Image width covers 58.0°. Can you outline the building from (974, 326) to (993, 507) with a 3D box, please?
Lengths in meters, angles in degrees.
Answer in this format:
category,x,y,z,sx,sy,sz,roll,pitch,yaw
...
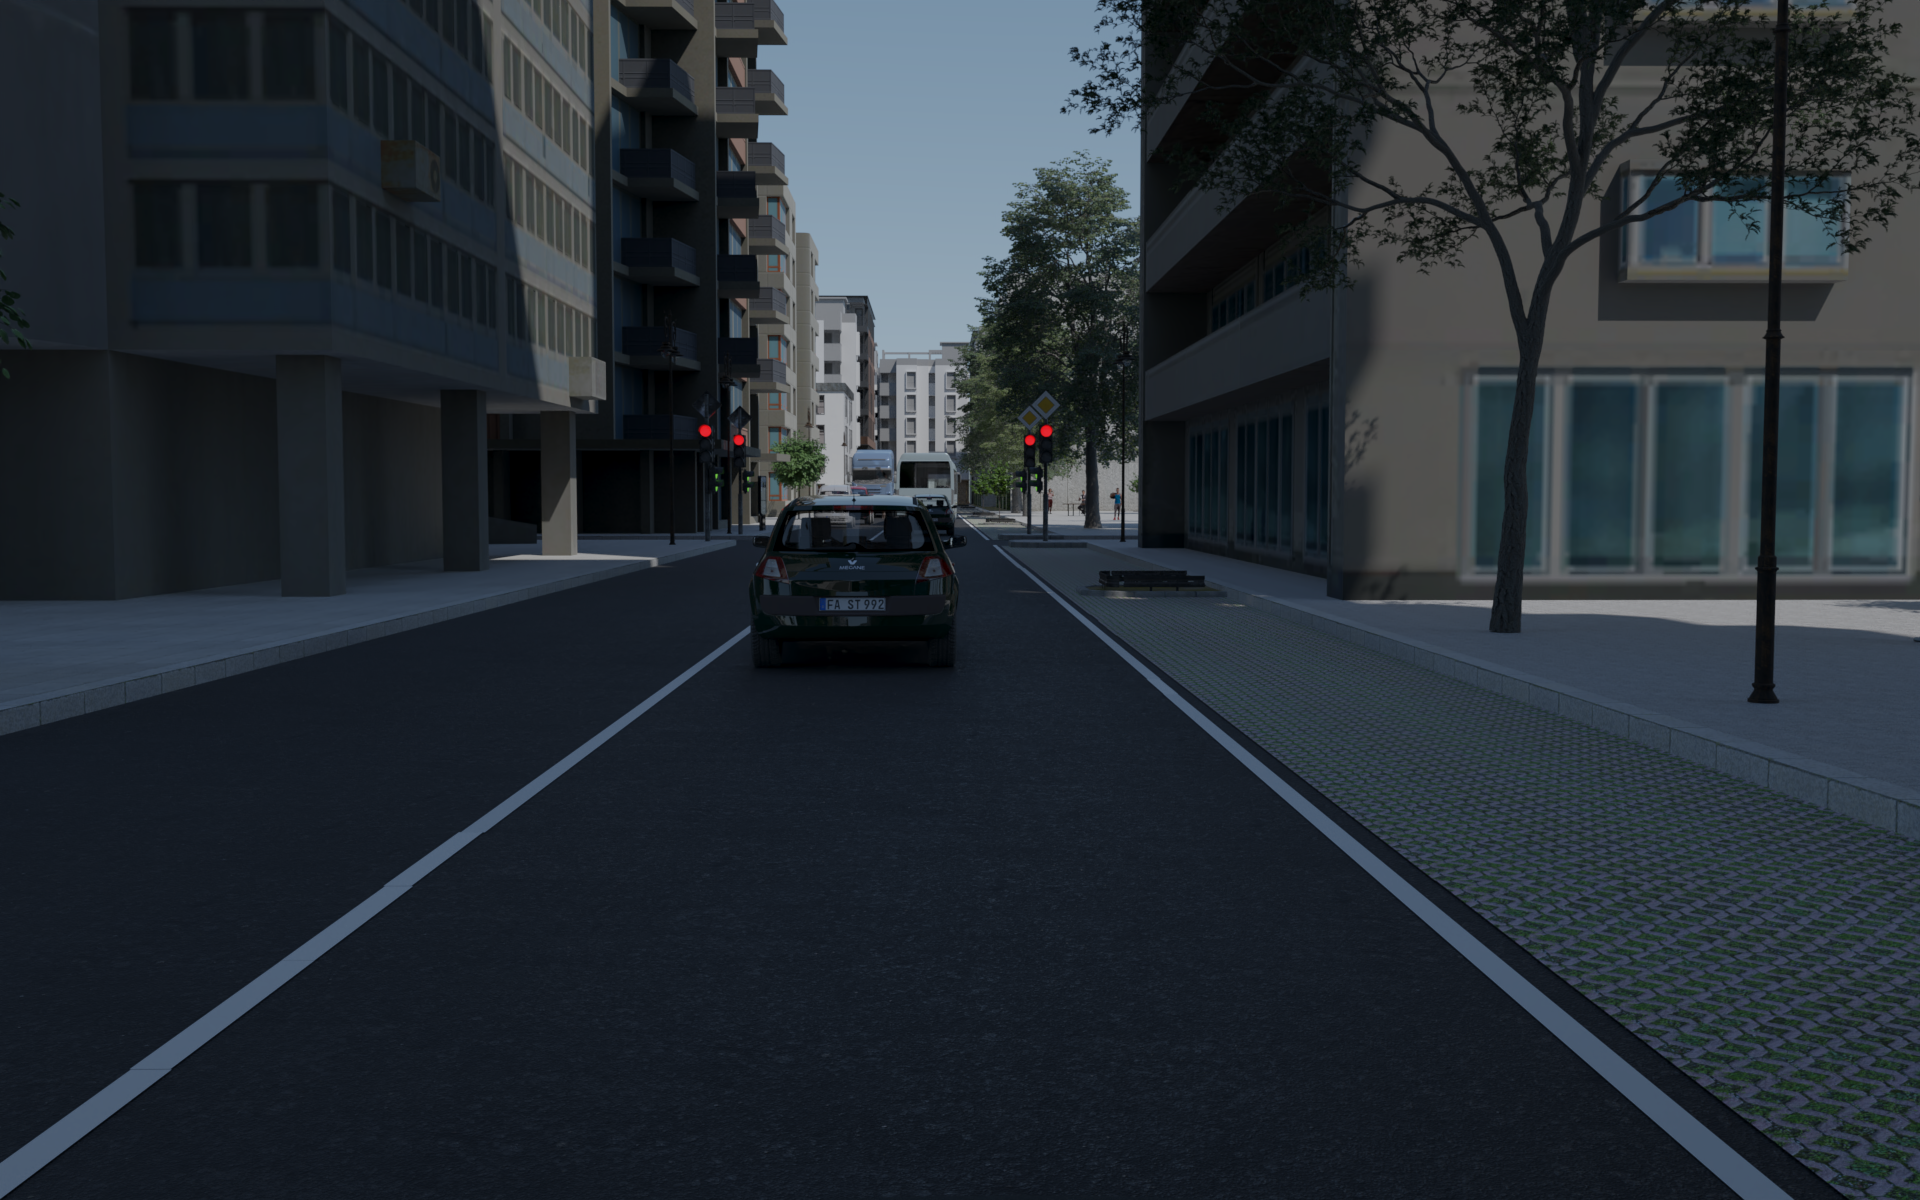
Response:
category,x,y,z,sx,sy,sz,roll,pitch,yaw
building,10.269,-19.822,190.539,16.747,18.905,31.486,0,4,-1

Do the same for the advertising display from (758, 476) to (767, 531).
category,x,y,z,sx,sy,sz,roll,pitch,yaw
advertising display,-6.919,-3.388,60.612,0.123,1.923,0.974,0,4,5

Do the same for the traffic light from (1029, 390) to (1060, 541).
category,x,y,z,sx,sy,sz,roll,pitch,yaw
traffic light,2.309,-3.556,47.062,0.839,4.253,0.868,0,4,-1

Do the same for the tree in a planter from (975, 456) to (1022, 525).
category,x,y,z,sx,sy,sz,roll,pitch,yaw
tree in a planter,1.841,-5.081,80.297,1.991,3.239,1.994,0,4,-1

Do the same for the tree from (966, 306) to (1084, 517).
category,x,y,z,sx,sy,sz,roll,pitch,yaw
tree,3.956,-10.984,97.719,7.486,12.596,7.792,0,3,0

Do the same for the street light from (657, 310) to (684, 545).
category,x,y,z,sx,sy,sz,roll,pitch,yaw
street light,-7.267,-4.330,43.585,0.468,5.910,1.993,0,4,-1

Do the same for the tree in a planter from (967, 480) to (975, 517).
category,x,y,z,sx,sy,sz,roll,pitch,yaw
tree in a planter,1.437,-6.733,107.311,1.991,3.239,1.994,0,4,-1

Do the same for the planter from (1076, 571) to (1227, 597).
category,x,y,z,sx,sy,sz,roll,pitch,yaw
planter,2.689,-0.227,24.849,1.991,0.319,1.994,0,4,-1

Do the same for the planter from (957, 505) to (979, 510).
category,x,y,z,sx,sy,sz,roll,pitch,yaw
planter,0.687,-8.317,157.117,1.991,0.319,1.994,0,4,-1

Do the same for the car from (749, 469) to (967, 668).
category,x,y,z,sx,sy,sz,roll,pitch,yaw
car,-0.921,-0.363,15.720,2.009,1.686,4.222,0,4,-2

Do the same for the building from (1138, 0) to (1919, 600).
category,x,y,z,sx,sy,sz,roll,pitch,yaw
building,15.105,-24.853,30.042,21.300,48.544,21.600,0,4,-1

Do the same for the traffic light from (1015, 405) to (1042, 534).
category,x,y,z,sx,sy,sz,roll,pitch,yaw
traffic light,2.188,-4.044,55.046,0.839,4.253,0.868,0,4,-1

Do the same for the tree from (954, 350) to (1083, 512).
category,x,y,z,sx,sy,sz,roll,pitch,yaw
tree,4.183,-12.776,125.894,9.611,12.733,9.660,0,3,0

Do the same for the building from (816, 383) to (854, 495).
category,x,y,z,sx,sy,sz,roll,pitch,yaw
building,-13.380,-12.377,144.506,9.099,9.664,28.070,0,4,-1

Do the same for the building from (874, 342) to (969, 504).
category,x,y,z,sx,sy,sz,roll,pitch,yaw
building,-4.637,-22.328,221.481,11.380,20.091,16.016,0,4,-1

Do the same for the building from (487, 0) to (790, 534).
category,x,y,z,sx,sy,sz,roll,pitch,yaw
building,-18.433,-25.258,67.589,22.147,44.769,28.867,0,4,-1

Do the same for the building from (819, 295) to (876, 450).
category,x,y,z,sx,sy,sz,roll,pitch,yaw
building,-25.986,-21.281,191.923,32.646,21.610,27.936,0,4,-1

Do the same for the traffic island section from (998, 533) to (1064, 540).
category,x,y,z,sx,sy,sz,roll,pitch,yaw
traffic island section,2.228,-2.011,55.161,2.009,0.180,2.903,0,4,-1

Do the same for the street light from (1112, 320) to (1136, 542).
category,x,y,z,sx,sy,sz,roll,pitch,yaw
street light,4.366,-4.493,46.255,0.468,5.910,1.993,0,4,-1

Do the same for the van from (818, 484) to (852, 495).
category,x,y,z,sx,sy,sz,roll,pitch,yaw
van,-5.342,-4.094,73.942,2.013,2.044,4.112,0,4,-2

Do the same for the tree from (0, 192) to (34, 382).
category,x,y,z,sx,sy,sz,roll,pitch,yaw
tree,-7.844,-1.666,10.953,4.285,4.588,4.351,0,3,0

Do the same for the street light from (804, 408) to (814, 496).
category,x,y,z,sx,sy,sz,roll,pitch,yaw
street light,-7.962,-7.259,91.467,0.468,5.910,1.993,0,4,-1

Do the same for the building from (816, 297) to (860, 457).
category,x,y,z,sx,sy,sz,roll,pitch,yaw
building,-17.466,-18.821,164.143,16.016,20.091,11.380,0,4,-1

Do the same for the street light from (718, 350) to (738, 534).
category,x,y,z,sx,sy,sz,roll,pitch,yaw
street light,-7.446,-5.072,55.707,0.468,5.910,1.993,0,4,-1

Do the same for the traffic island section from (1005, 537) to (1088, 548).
category,x,y,z,sx,sy,sz,roll,pitch,yaw
traffic island section,2.349,-1.523,47.177,2.009,0.180,2.903,0,4,-1

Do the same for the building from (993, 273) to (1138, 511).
category,x,y,z,sx,sy,sz,roll,pitch,yaw
building,11.999,-17.176,147.279,16.747,18.905,31.486,0,4,-1

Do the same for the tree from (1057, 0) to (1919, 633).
category,x,y,z,sx,sy,sz,roll,pitch,yaw
tree,5.011,-4.956,15.439,8.767,10.594,7.601,0,4,6

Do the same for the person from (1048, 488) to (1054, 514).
category,x,y,z,sx,sy,sz,roll,pitch,yaw
person,5.842,-6.376,111.751,0.517,1.644,0.566,1,4,21

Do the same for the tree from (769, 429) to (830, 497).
category,x,y,z,sx,sy,sz,roll,pitch,yaw
tree,-8.208,-6.340,87.367,4.285,4.588,4.351,0,3,0

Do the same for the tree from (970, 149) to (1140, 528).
category,x,y,z,sx,sy,sz,roll,pitch,yaw
tree,5.007,-9.651,64.455,9.857,13.997,8.962,0,3,0

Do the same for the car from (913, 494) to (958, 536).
category,x,y,z,sx,sy,sz,roll,pitch,yaw
car,-1.074,-3.133,61.016,2.009,1.686,4.222,0,4,-2

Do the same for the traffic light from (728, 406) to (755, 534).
category,x,y,z,sx,sy,sz,roll,pitch,yaw
traffic light,-6.952,-4.035,54.892,0.839,4.253,0.868,0,4,-1

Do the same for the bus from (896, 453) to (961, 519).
category,x,y,z,sx,sy,sz,roll,pitch,yaw
bus,-1.486,-5.449,83.944,2.948,3.499,13.247,0,4,1

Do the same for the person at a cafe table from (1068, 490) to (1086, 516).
category,x,y,z,sx,sy,sz,roll,pitch,yaw
person at a cafe table,7.072,-5.665,101.130,1.698,1.524,1.622,2,4,27

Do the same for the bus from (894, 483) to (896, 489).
category,x,y,z,sx,sy,sz,roll,pitch,yaw
bus,-6.206,-10.507,166.643,2.948,3.499,13.247,0,4,-2

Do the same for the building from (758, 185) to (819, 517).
category,x,y,z,sx,sy,sz,roll,pitch,yaw
building,-23.666,-16.145,109.016,27.650,21.520,28.899,0,4,-1

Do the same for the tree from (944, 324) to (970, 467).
category,x,y,z,sx,sy,sz,roll,pitch,yaw
tree,3.811,-12.697,114.249,9.857,13.997,8.962,0,3,0

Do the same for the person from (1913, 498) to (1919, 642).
category,x,y,z,sx,sy,sz,roll,pitch,yaw
person,8.515,-0.491,14.786,0.376,1.734,0.841,-2,4,-24

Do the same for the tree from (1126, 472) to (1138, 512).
category,x,y,z,sx,sy,sz,roll,pitch,yaw
tree,13.189,-8.078,126.672,1.663,3.219,1.824,0,3,0

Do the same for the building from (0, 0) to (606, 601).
category,x,y,z,sx,sy,sz,roll,pitch,yaw
building,-19.200,-20.648,29.479,23.993,40.220,32.217,0,4,-1

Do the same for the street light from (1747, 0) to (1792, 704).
category,x,y,z,sx,sy,sz,roll,pitch,yaw
street light,4.951,-2.306,10.496,0.468,5.910,1.993,0,4,-1

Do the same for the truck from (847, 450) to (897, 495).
category,x,y,z,sx,sy,sz,roll,pitch,yaw
truck,-5.185,-7.442,111.442,2.967,4.110,18.799,0,4,0

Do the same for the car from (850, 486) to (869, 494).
category,x,y,z,sx,sy,sz,roll,pitch,yaw
car,-5.177,-4.505,82.326,2.281,1.827,5.304,0,4,-1

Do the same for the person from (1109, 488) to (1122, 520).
category,x,y,z,sx,sy,sz,roll,pitch,yaw
person,7.727,-4.762,85.768,0.647,1.594,0.662,0,4,3

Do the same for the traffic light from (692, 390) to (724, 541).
category,x,y,z,sx,sy,sz,roll,pitch,yaw
traffic light,-6.831,-3.547,46.908,0.839,4.253,0.868,0,4,-1

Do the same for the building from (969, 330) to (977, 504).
category,x,y,z,sx,sy,sz,roll,pitch,yaw
building,17.752,-23.427,227.013,32.646,21.610,27.936,0,4,-1

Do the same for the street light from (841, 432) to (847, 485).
category,x,y,z,sx,sy,sz,roll,pitch,yaw
street light,-8.496,-9.446,127.226,0.468,5.910,1.993,0,4,-1
